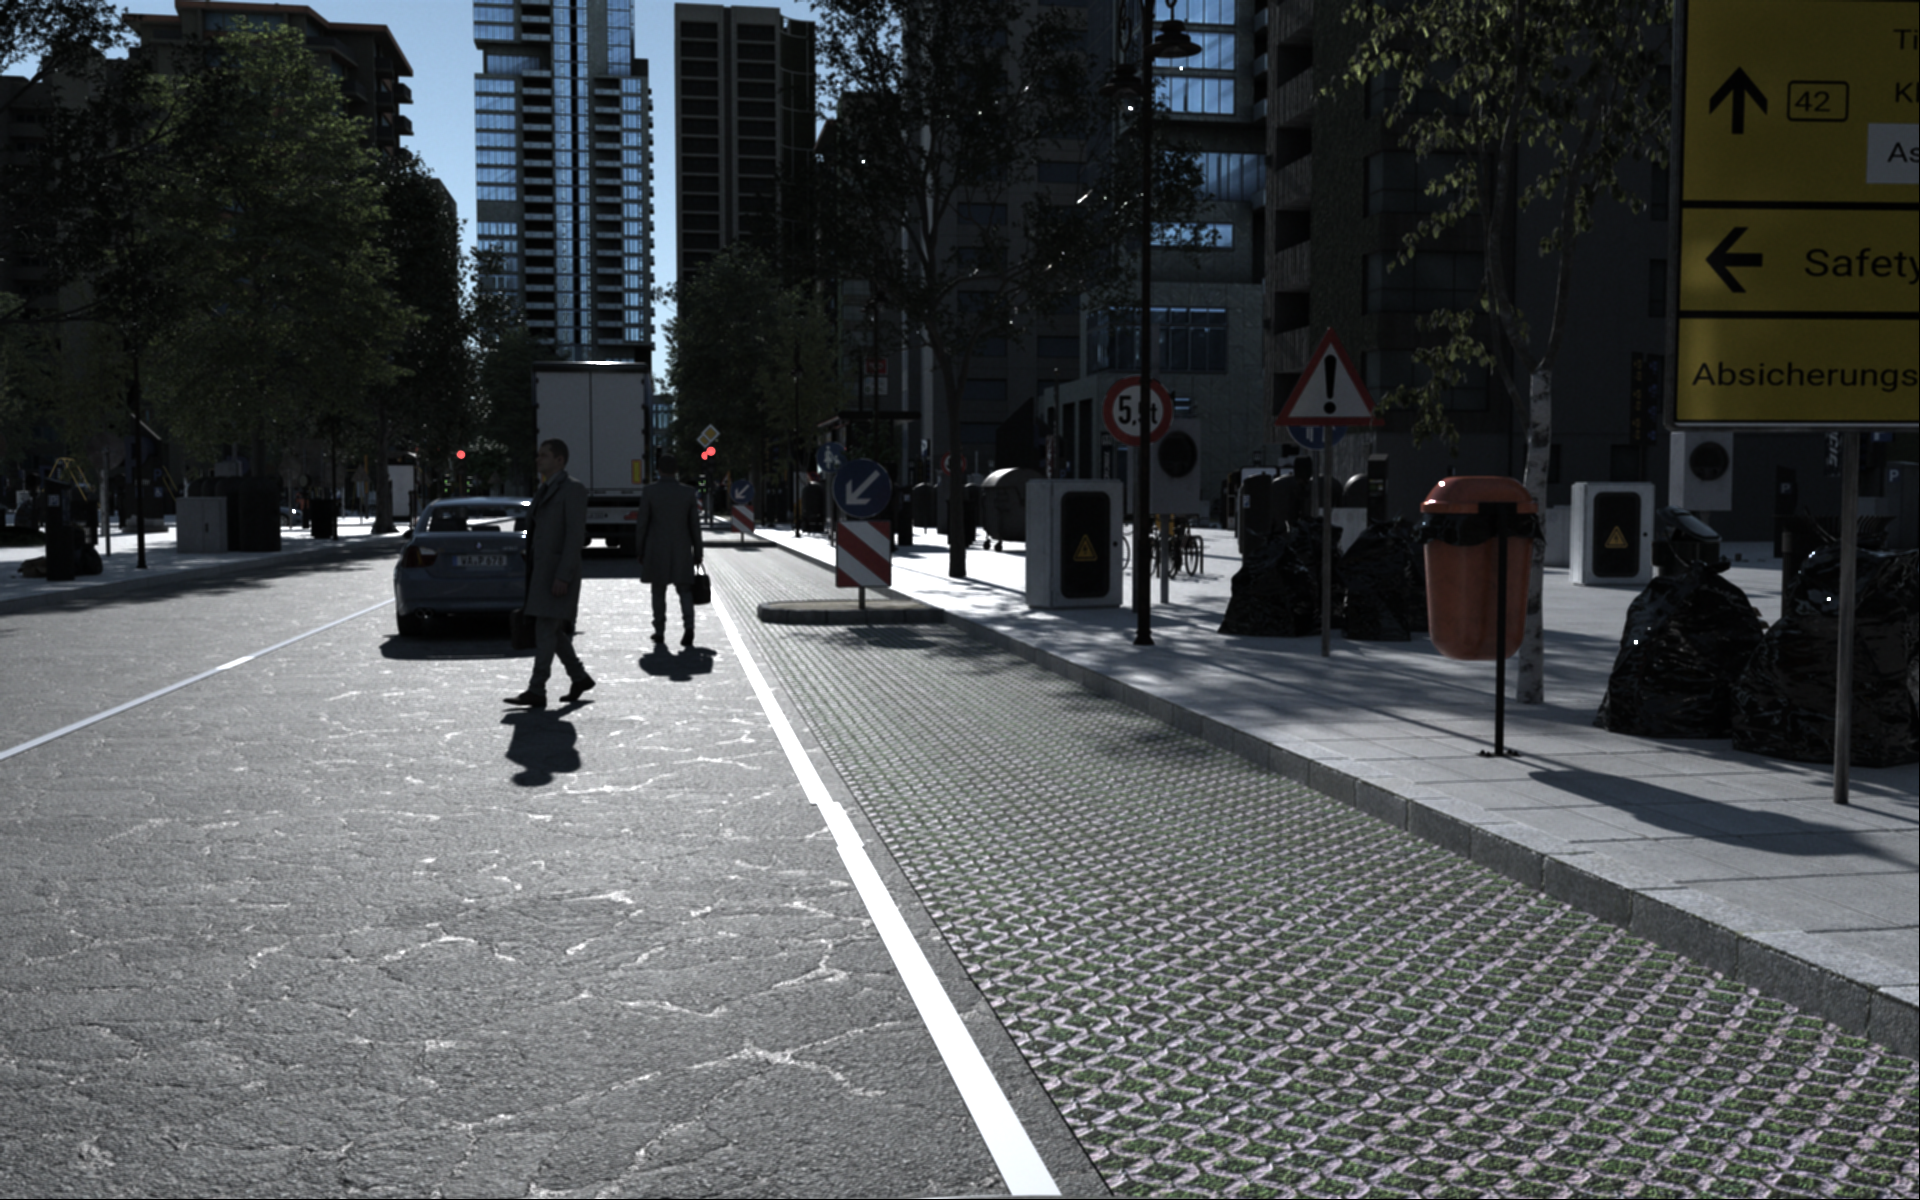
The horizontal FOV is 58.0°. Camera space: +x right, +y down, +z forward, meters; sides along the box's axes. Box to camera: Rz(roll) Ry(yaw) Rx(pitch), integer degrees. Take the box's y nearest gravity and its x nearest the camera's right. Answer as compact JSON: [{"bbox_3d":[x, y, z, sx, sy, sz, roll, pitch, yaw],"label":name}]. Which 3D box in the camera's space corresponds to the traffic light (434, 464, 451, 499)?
[{"bbox_3d":[-20.195,-4.788,67.203,0.839,4.253,0.868,-1,4,-10],"label":"traffic light"}]

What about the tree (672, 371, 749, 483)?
[{"bbox_3d":[-22.571,-14.665,157.895,7.486,12.596,7.792,0,3,0],"label":"tree"}]

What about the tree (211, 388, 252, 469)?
[{"bbox_3d":[-35.049,-7.855,78.793,4.737,8.622,4.395,0,3,0],"label":"tree"}]

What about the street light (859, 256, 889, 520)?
[{"bbox_3d":[-1.587,-3.674,32.861,0.468,5.910,1.993,-1,4,-10],"label":"street light"}]

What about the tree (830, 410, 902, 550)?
[{"bbox_3d":[-1.912,-2.765,39.806,1.663,3.219,1.824,0,3,0],"label":"tree"}]

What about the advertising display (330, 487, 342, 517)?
[{"bbox_3d":[-34.895,-5.609,96.917,0.974,1.923,0.123,2,4,31],"label":"advertising display"}]

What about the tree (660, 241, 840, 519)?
[{"bbox_3d":[-10.228,-11.043,87.204,9.857,13.997,8.962,0,3,0],"label":"tree"}]

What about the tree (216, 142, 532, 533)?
[{"bbox_3d":[-18.961,-8.538,56.610,9.611,12.733,9.660,0,3,0],"label":"tree"}]

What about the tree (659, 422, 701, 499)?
[{"bbox_3d":[-32.780,-18.817,218.029,12.009,13.543,11.850,0,3,0],"label":"tree"}]

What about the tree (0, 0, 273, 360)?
[{"bbox_3d":[-13.621,-5.402,22.738,7.601,10.594,8.767,1,4,12],"label":"tree"}]

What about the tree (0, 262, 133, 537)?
[{"bbox_3d":[-25.972,-6.202,51.769,4.737,8.622,4.395,0,3,0],"label":"tree"}]

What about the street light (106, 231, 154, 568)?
[{"bbox_3d":[-14.152,-3.486,29.780,0.468,5.910,1.993,-1,4,-10],"label":"street light"}]

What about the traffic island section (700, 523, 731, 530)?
[{"bbox_3d":[-11.272,-3.346,76.989,2.009,0.180,2.903,-1,4,-10],"label":"traffic island section"}]

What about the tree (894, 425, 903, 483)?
[{"bbox_3d":[-5.939,-12.329,151.937,4.737,8.622,4.395,0,3,0],"label":"tree"}]

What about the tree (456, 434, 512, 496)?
[{"bbox_3d":[-26.140,-6.808,95.022,4.285,4.588,4.351,0,3,0],"label":"tree"}]

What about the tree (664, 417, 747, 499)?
[{"bbox_3d":[-27.727,-16.537,187.380,9.611,12.733,9.660,0,3,0],"label":"tree"}]

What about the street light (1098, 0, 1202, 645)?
[{"bbox_3d":[1.569,-2.558,14.604,0.468,5.910,1.993,-1,4,-10],"label":"street light"}]

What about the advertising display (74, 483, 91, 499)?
[{"bbox_3d":[-49.497,-5.659,97.738,0.123,1.923,0.974,2,4,30],"label":"advertising display"}]

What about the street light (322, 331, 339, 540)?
[{"bbox_3d":[-17.314,-4.590,47.842,0.468,5.910,1.993,-1,4,-10],"label":"street light"}]

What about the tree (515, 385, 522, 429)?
[{"bbox_3d":[-36.679,-15.018,155.914,12.009,13.543,11.850,0,3,0],"label":"tree"}]

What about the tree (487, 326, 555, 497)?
[{"bbox_3d":[-30.216,-12.167,117.058,7.486,12.596,7.792,0,3,0],"label":"tree"}]

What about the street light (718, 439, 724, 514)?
[{"bbox_3d":[-15.673,-8.604,113.460,0.468,5.910,1.993,-1,4,-10],"label":"street light"}]

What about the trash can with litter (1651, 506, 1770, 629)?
[{"bbox_3d":[6.959,-0.284,16.033,0.624,1.170,1.055,-3,4,-37],"label":"trash can with litter"}]

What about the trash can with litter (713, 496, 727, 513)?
[{"bbox_3d":[-16.513,-6.563,118.700,1.055,1.170,0.624,0,4,0],"label":"trash can with litter"}]

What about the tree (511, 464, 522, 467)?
[{"bbox_3d":[-34.856,-12.784,143.425,7.601,10.594,8.767,1,4,10],"label":"tree"}]

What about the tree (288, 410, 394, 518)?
[{"bbox_3d":[-32.899,-8.673,92.171,4.737,8.622,4.395,0,3,0],"label":"tree"}]

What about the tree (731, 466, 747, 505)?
[{"bbox_3d":[-14.092,-7.006,109.148,1.663,3.219,1.824,0,3,0],"label":"tree"}]

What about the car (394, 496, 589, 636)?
[{"bbox_3d":[-5.090,-0.423,18.920,2.014,1.417,4.499,-1,4,-11],"label":"car"}]

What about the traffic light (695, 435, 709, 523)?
[{"bbox_3d":[-11.313,-5.379,76.868,0.839,4.253,0.868,-1,4,-10],"label":"traffic light"}]

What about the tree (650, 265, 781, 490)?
[{"bbox_3d":[-19.481,-17.477,141.633,12.611,20.169,13.585,0,3,0],"label":"tree"}]

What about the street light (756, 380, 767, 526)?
[{"bbox_3d":[-7.857,-5.884,68.995,0.468,5.910,1.993,-1,4,-10],"label":"street light"}]

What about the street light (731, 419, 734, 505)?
[{"bbox_3d":[-12.459,-7.461,94.775,0.468,5.910,1.993,-1,4,-10],"label":"street light"}]

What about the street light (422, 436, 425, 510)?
[{"bbox_3d":[-20.639,-5.735,66.558,0.468,5.910,1.993,-1,4,-10],"label":"street light"}]

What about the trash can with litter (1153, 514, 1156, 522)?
[{"bbox_3d":[9.273,-4.219,80.375,1.055,1.170,0.624,3,5,39],"label":"trash can with litter"}]

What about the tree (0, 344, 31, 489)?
[{"bbox_3d":[-44.216,-7.848,78.682,4.360,8.622,3.978,0,3,0],"label":"tree"}]

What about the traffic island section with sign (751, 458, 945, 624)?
[{"bbox_3d":[-1.313,-0.690,19.902,1.989,1.847,2.006,-1,4,-10],"label":"traffic island section with sign"}]

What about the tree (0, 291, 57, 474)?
[{"bbox_3d":[-49.641,-10.325,86.939,7.486,12.596,7.792,0,3,0],"label":"tree"}]

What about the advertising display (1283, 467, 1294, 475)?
[{"bbox_3d":[7.647,-2.173,40.743,0.974,1.923,0.123,-1,4,-11],"label":"advertising display"}]

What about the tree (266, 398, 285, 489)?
[{"bbox_3d":[-45.490,-9.772,110.134,4.737,8.622,4.395,0,3,0],"label":"tree"}]

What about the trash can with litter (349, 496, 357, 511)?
[{"bbox_3d":[-46.732,-7.505,134.101,1.055,1.170,0.624,-1,4,-17],"label":"trash can with litter"}]

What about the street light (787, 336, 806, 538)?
[{"bbox_3d":[-4.787,-4.779,50.917,0.468,5.910,1.993,-1,4,-10],"label":"street light"}]

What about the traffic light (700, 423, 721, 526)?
[{"bbox_3d":[-9.941,-4.898,69.001,0.839,4.253,0.868,-1,4,-10],"label":"traffic light"}]

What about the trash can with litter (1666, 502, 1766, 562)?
[{"bbox_3d":[14.274,-1.362,33.334,2.233,1.210,1.678,2,4,31],"label":"trash can with litter"}]

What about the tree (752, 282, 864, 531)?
[{"bbox_3d":[-5.348,-6.680,59.580,4.737,8.622,4.395,0,3,0],"label":"tree"}]

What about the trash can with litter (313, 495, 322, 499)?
[{"bbox_3d":[-40.470,-5.929,107.997,2.233,1.210,1.678,-3,4,-36],"label":"trash can with litter"}]

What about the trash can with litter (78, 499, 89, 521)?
[{"bbox_3d":[-41.957,-4.383,83.047,1.055,1.170,0.624,0,4,-2],"label":"trash can with litter"}]

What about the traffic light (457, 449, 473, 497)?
[{"bbox_3d":[-21.567,-5.269,75.070,0.839,4.253,0.868,-1,4,-10],"label":"traffic light"}]

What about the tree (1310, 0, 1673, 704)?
[{"bbox_3d":[3.694,-3.681,10.555,4.360,8.622,3.978,0,3,0],"label":"tree"}]

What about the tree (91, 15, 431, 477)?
[{"bbox_3d":[-16.685,-7.548,41.533,7.486,12.596,7.792,0,3,0],"label":"tree"}]

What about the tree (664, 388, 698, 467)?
[{"bbox_3d":[-24.652,-14.769,167.232,9.928,11.665,9.643,0,3,0],"label":"tree"}]

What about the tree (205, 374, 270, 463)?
[{"bbox_3d":[-42.439,-9.272,101.959,4.360,8.622,3.978,0,3,0],"label":"tree"}]

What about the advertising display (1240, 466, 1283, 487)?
[{"bbox_3d":[6.887,-2.117,39.833,0.974,1.923,0.123,3,4,36],"label":"advertising display"}]

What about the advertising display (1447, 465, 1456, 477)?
[{"bbox_3d":[11.200,-2.097,39.500,0.123,1.923,0.974,1,4,20],"label":"advertising display"}]

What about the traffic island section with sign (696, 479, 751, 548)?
[{"bbox_3d":[-6.044,-2.345,46.965,1.989,1.847,2.006,-1,4,-10],"label":"traffic island section with sign"}]

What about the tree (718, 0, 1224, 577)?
[{"bbox_3d":[0.113,-5.649,26.776,8.767,10.594,7.601,1,4,21],"label":"tree"}]

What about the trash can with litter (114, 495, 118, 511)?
[{"bbox_3d":[-65.141,-7.510,133.842,1.678,1.210,2.233,-3,5,-44],"label":"trash can with litter"}]

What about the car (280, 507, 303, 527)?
[{"bbox_3d":[-29.096,-3.585,70.625,4.499,1.417,2.014,-1,4,-10],"label":"car"}]

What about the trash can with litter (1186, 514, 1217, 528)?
[{"bbox_3d":[9.047,-3.319,65.321,2.233,1.210,1.678,3,5,45],"label":"trash can with litter"}]

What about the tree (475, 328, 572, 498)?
[{"bbox_3d":[-33.391,-13.803,132.338,9.857,13.997,8.962,0,3,0],"label":"tree"}]
